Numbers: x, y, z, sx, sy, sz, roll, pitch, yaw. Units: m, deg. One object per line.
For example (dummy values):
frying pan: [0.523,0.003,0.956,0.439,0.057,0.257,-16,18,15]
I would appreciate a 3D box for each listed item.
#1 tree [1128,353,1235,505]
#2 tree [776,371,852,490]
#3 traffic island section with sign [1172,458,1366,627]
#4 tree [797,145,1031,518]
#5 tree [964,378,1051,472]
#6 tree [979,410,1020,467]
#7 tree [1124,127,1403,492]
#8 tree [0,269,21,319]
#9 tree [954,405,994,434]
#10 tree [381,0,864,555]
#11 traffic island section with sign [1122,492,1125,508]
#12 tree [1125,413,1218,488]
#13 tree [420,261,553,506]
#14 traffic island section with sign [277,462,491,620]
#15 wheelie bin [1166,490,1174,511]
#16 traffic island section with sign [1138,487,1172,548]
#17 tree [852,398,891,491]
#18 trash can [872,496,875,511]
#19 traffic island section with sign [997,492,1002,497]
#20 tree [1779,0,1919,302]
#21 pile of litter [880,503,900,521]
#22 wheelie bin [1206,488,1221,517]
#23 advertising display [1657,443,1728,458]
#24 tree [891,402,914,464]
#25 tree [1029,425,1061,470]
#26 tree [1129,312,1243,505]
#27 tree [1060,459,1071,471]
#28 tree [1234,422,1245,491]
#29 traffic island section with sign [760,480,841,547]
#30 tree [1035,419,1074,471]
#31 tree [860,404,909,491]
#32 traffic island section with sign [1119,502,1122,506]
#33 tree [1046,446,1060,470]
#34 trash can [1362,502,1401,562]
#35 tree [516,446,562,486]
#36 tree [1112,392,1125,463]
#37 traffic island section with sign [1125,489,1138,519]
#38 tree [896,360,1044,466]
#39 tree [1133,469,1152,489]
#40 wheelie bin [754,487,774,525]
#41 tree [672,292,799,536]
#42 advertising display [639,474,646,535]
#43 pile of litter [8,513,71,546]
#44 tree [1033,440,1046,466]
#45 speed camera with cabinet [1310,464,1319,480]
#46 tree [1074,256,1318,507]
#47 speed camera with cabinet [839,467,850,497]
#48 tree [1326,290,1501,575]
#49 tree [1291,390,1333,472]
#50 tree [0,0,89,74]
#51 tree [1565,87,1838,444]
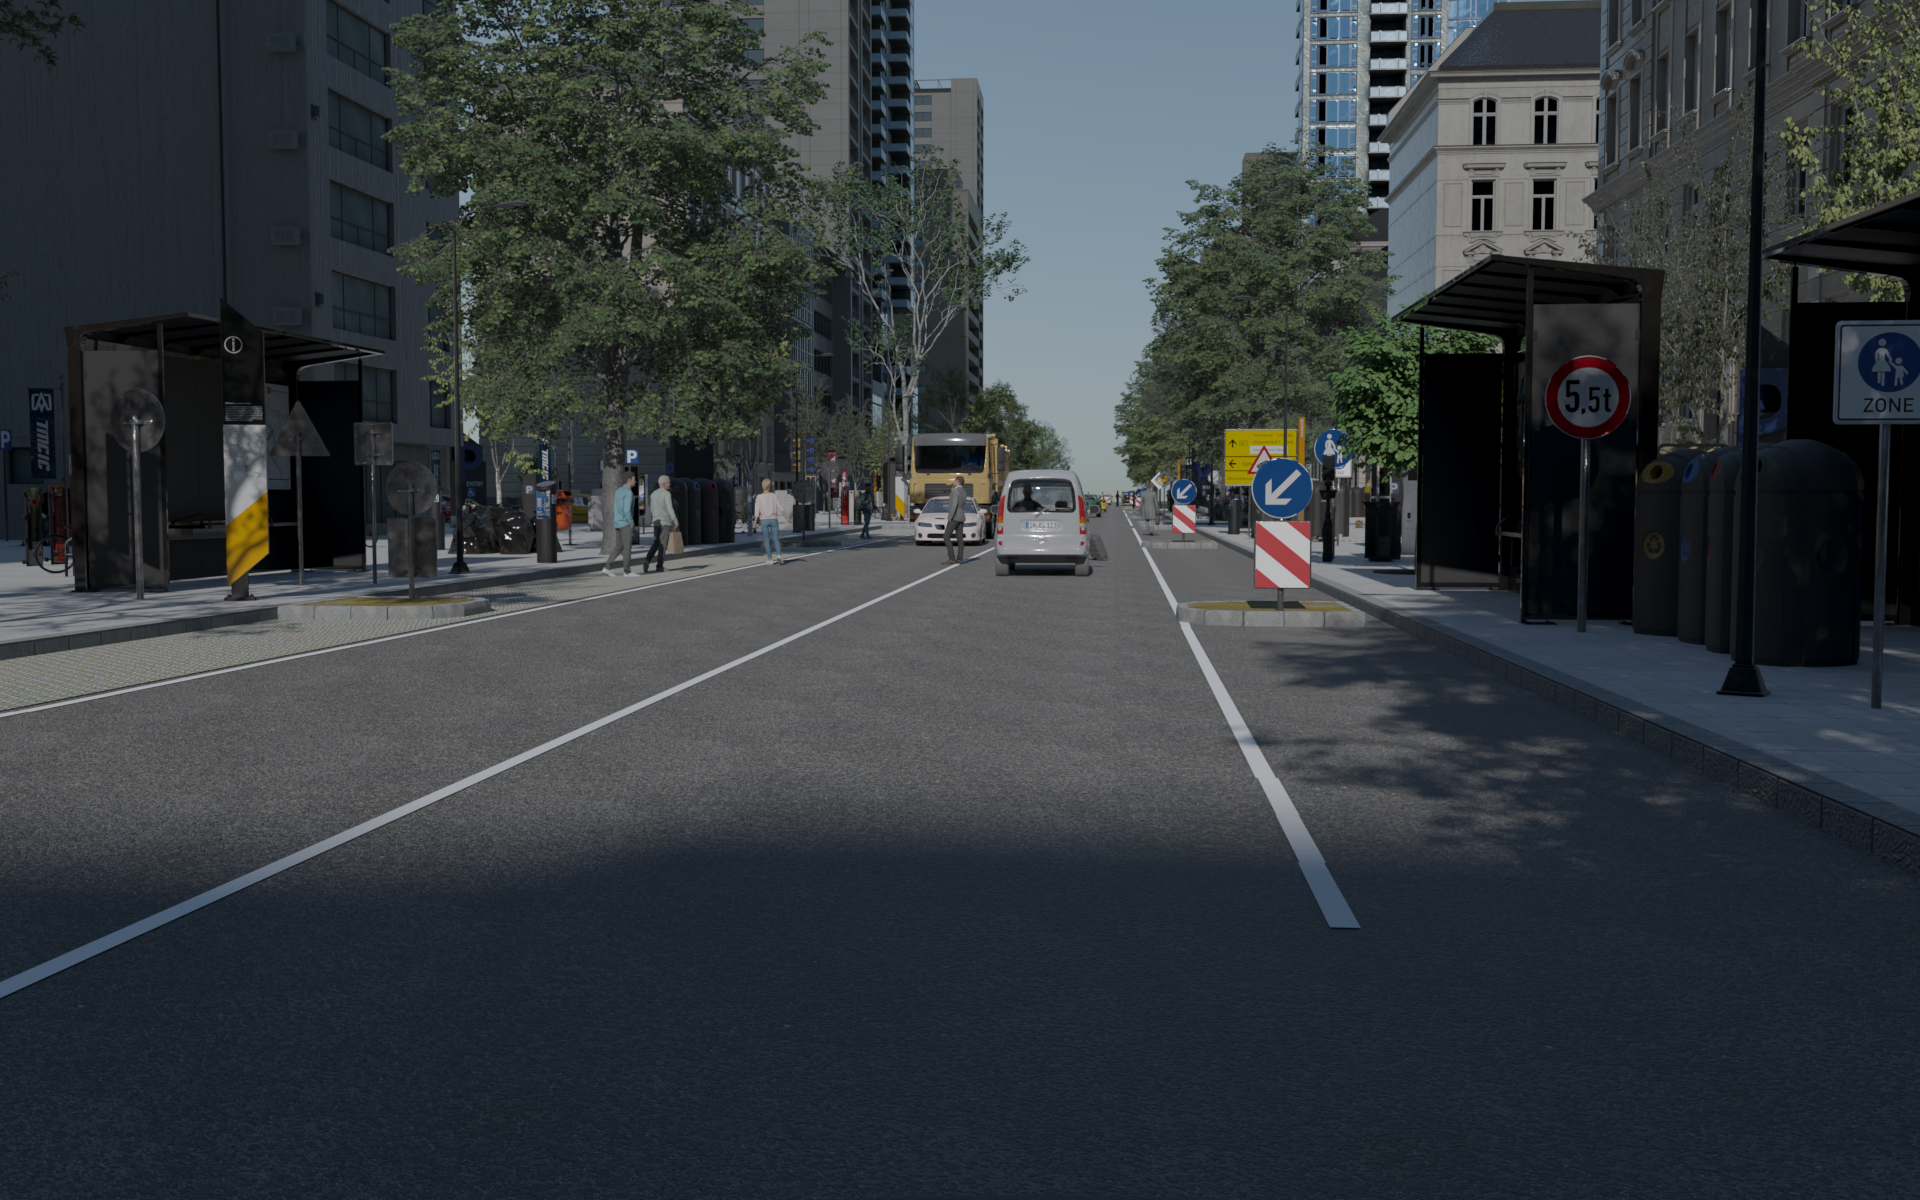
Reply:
tree: [14.933,-11.592,115.287,9.928,11.665,9.643,0,3,0]
tree: [-8.896,-9.418,104.340,4.360,8.622,3.978,0,3,0]
traffic island section with sign: [3.477,-0.676,19.679,1.989,1.847,2.006,0,4,5]
tree: [-1.651,-14.454,92.216,12.611,20.169,13.585,0,3,0]
tree: [3.892,-15.561,171.434,9.611,12.733,9.660,0,3,0]
tree: [2.841,-12.025,146.976,4.360,8.622,3.978,0,3,0]
tree: [10.836,-9.495,61.902,9.857,13.997,8.962,0,3,0]
tree: [-22.098,-5.221,35.729,4.360,8.622,3.978,0,3,0]
tree: [0.994,-11.449,137.548,4.737,8.622,4.395,0,3,0]
tree: [-7.208,-7.936,36.416,9.857,13.997,8.962,0,3,0]
traffic island section with sign: [13.157,-7.289,127.797,1.989,1.847,2.006,0,4,5]
tree: [19.791,-14.060,164.288,8.767,10.594,7.601,3,5,39]
tree: [-13.919,-6.209,51.873,4.737,8.622,4.395,0,3,0]
traffic island section with sign: [-6.707,-0.729,20.554,1.989,1.847,2.006,0,4,5]
wheelie bin: [16.169,-7.597,132.119,0.980,1.594,0.693,-1,4,-11]
traffic island section with sign: [5.878,-2.318,46.527,1.989,1.847,2.006,0,4,5]
tree: [-7.558,-10.700,125.303,4.360,8.622,3.978,0,3,0]
trash can: [-6.658,-7.164,128.784,0.748,1.137,0.748,0,3,0]
traffic island section with sign: [3.048,-7.393,129.495,1.989,1.847,2.006,0,4,5]
tree: [12.497,-4.402,22.334,4.737,8.622,4.395,0,3,0]
pile of litter: [-3.374,-4.323,84.649,1.176,0.858,1.719,1,4,12]
wheelie bin: [14.241,-5.430,96.685,0.980,1.594,0.693,-1,4,-22]
advertising display: [9.303,-1.032,22.085,0.974,1.923,0.123,0,4,-5]
tree: [-5.223,-11.065,131.280,4.360,8.622,3.978,0,3,0]
tree: [10.908,-19.932,251.636,9.928,11.665,9.643,0,3,0]
tree: [14.233,-11.538,106.769,7.486,12.596,7.792,0,3,0]
tree: [16.323,-23.071,311.628,8.767,10.594,7.601,1,4,22]
tree: [23.776,-12.112,148.392,4.737,8.622,4.395,0,3,0]
traffic island section with sign: [-4.305,-2.372,47.403,1.989,1.847,2.006,0,4,5]
tree: [13.730,-22.745,282.249,12.009,13.543,11.850,0,3,0]
tree: [-6.274,-11.688,141.469,4.737,8.622,4.395,0,3,0]
traffic island section with sign: [17.710,-10.405,178.747,1.989,1.847,2.006,0,4,5]
tree: [5.807,-15.785,192.495,7.601,10.594,8.767,-1,4,-16]
trash can: [8.000,-1.300,32.910,0.748,1.137,0.748,0,3,0]
tree: [-17.183,-4.615,70.057,1.663,3.219,1.824,0,3,0]
tree: [21.022,-17.088,186.043,9.857,13.997,8.962,0,3,0]
traffic island section with sign: [10.747,-5.645,100.926,1.989,1.847,2.006,0,4,5]
tree: [0.012,-11.376,120.412,8.767,10.594,7.601,-3,5,-40]
tree: [27.841,-18.700,256.101,4.737,8.622,4.395,0,3,0]
wheelie bin: [-8.241,-3.979,72.964,0.980,1.594,0.693,1,4,18]
tree: [-6.557,-6.259,52.699,4.737,8.622,4.395,0,3,0]
advertising display: [-10.445,-3.038,54.882,0.974,1.923,0.123,0,4,4]
pile of litter: [-22.627,-1.767,42.851,1.719,0.858,1.176,1,4,16]
tree: [7.718,-15.922,210.681,4.360,8.622,3.978,0,3,0]
speed camera with cabinet: [19.628,-6.459,99.947,2.038,3.252,0.660,-1,4,-9]
tree: [13.136,-10.710,85.472,12.009,13.543,11.850,0,3,0]
speed camera with cabinet: [-8.312,-8.261,129.407,0.660,3.252,2.038,2,4,24]
tree: [7.401,-2.705,27.942,4.285,4.588,4.351,0,3,0]
tree: [22.739,-9.989,113.679,4.360,8.622,3.978,0,3,0]
tree: [-10.400,-4.756,12.181,8.767,10.594,7.601,1,4,8]
tree: [13.410,-4.942,31.162,4.360,8.622,3.978,0,3,0]
